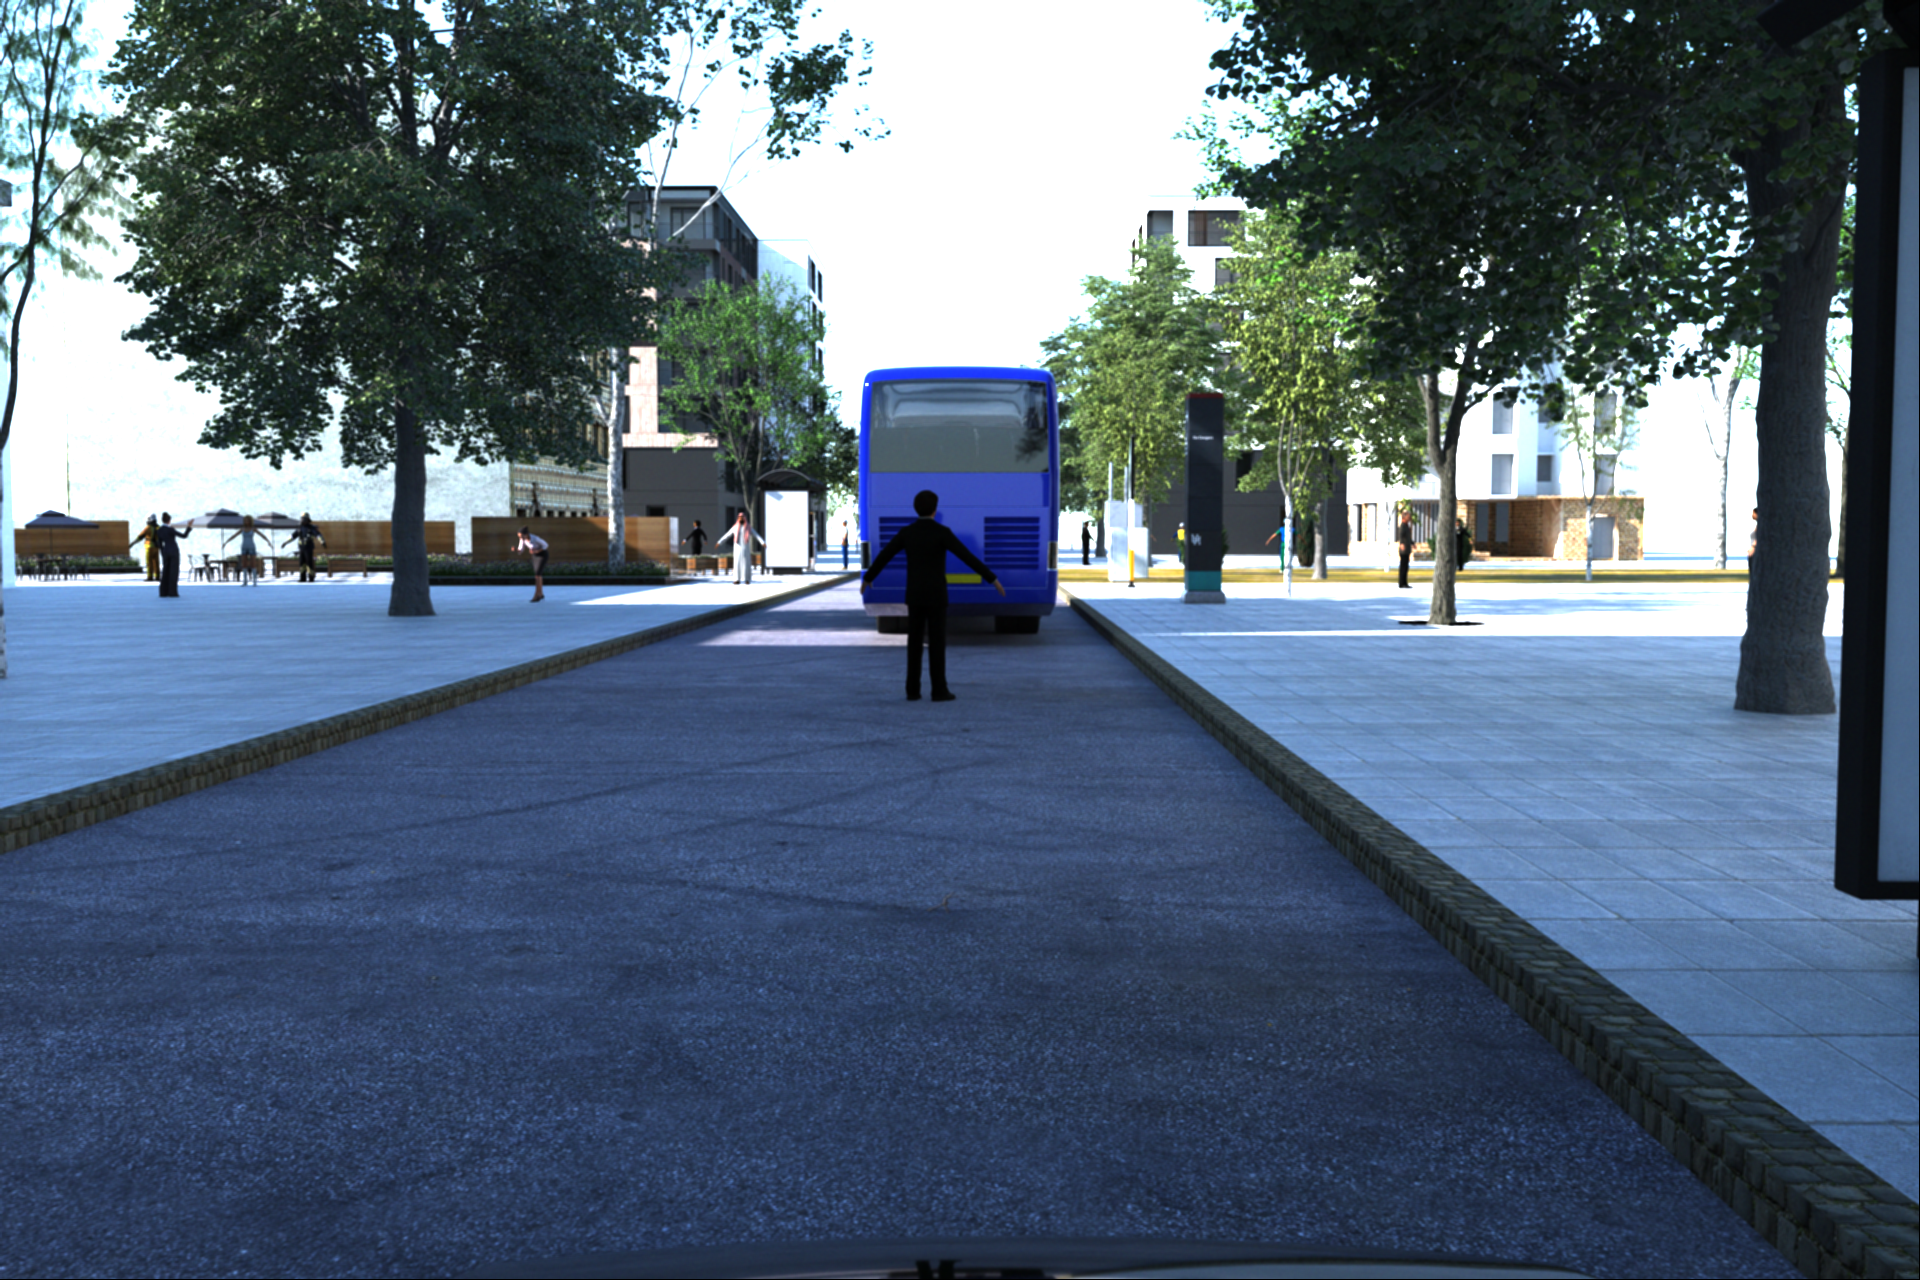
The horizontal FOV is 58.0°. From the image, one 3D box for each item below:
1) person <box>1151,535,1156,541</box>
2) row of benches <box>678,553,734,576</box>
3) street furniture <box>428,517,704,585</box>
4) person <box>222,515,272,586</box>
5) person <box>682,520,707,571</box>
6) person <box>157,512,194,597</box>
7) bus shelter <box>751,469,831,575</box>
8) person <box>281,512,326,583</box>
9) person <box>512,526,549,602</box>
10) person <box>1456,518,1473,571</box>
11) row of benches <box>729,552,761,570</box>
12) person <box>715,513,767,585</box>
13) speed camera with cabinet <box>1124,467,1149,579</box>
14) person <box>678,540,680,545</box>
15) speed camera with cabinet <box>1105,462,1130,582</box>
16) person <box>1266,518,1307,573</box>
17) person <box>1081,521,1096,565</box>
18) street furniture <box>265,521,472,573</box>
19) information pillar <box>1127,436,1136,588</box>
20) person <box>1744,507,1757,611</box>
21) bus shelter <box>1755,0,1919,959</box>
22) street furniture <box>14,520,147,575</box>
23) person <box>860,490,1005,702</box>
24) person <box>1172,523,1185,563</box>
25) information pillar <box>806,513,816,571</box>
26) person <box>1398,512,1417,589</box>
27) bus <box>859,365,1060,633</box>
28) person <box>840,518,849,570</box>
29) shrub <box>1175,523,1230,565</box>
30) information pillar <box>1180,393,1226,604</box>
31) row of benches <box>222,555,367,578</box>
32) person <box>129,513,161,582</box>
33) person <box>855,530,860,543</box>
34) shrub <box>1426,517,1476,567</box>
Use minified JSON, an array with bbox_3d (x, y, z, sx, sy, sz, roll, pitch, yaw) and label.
[{"bbox_3d":[8.988,-4.771,84.815,1.217,1.733,0.721,1,4,11],"label":"person"},{"bbox_3d":[-8.143,-2.341,53.740,1.422,0.672,4.104,2,4,34],"label":"row of benches"},{"bbox_3d":[-11.568,-2.387,45.889,9.812,1.723,11.010,0,4,-3],"label":"street furniture"},{"bbox_3d":[-17.528,-2.202,42.614,1.214,1.753,0.721,0,4,-4],"label":"person"},{"bbox_3d":[-8.783,-3.103,57.461,0.721,1.740,1.216,2,4,32],"label":"person"},{"bbox_3d":[-15.983,-1.742,35.320,0.742,1.727,0.445,-1,4,-16],"label":"person"},{"bbox_3d":[-5.449,-3.832,56.575,2.014,3.302,5.546,0,4,0],"label":"bus shelter"},{"bbox_3d":[-17.295,-2.446,45.768,1.354,1.856,0.705,1,4,16],"label":"person"},{"bbox_3d":[-8.072,-1.430,32.606,0.628,1.438,0.799,-1,4,-8],"label":"person"},{"bbox_3d":[17.149,-3.290,59.727,0.705,1.837,1.347,-3,5,-39],"label":"person"},{"bbox_3d":[-7.193,-2.922,63.238,1.422,0.672,4.104,2,4,30],"label":"row of benches"},{"bbox_3d":[-5.534,-2.312,43.941,1.347,1.811,0.704,0,4,5],"label":"person"},{"bbox_3d":[5.072,-3.413,50.143,0.660,3.252,2.038,0,4,0],"label":"speed camera with cabinet"},{"bbox_3d":[-13.507,-4.398,81.168,0.599,1.433,0.991,3,5,42],"label":"person"},{"bbox_3d":[4.330,-3.224,47.047,0.660,3.252,2.038,0,4,1],"label":"speed camera with cabinet"},{"bbox_3d":[10.903,-3.161,57.815,1.347,1.817,0.704,0,4,5],"label":"person"},{"bbox_3d":[5.200,-3.955,70.882,0.704,1.802,1.346,-1,4,-18],"label":"person"},{"bbox_3d":[-18.985,-3.272,60.359,11.010,1.723,9.812,-1,4,-18],"label":"street furniture"},{"bbox_3d":[4.123,-3.073,41.603,0.183,3.616,0.504,0,4,1],"label":"information pillar"},{"bbox_3d":[13.194,-1.350,28.888,0.721,1.737,1.217,1,4,23],"label":"person"},{"bbox_3d":[3.391,-0.529,2.569,2.014,3.302,5.546,0,4,1],"label":"bus shelter"},{"bbox_3d":[-31.562,-3.011,56.085,9.812,1.723,11.010,-3,5,-40],"label":"street furniture"},{"bbox_3d":[-0.274,-0.385,14.931,1.347,1.806,0.705,1,4,21],"label":"person"},{"bbox_3d":[9.940,-4.319,77.081,1.216,1.772,0.721,3,4,37],"label":"person"},{"bbox_3d":[-5.162,-3.387,59.877,0.304,2.012,0.304,0,4,2],"label":"information pillar"},{"bbox_3d":[10.501,-2.116,40.774,0.705,1.807,1.348,2,4,27],"label":"person"},{"bbox_3d":[-0.048,-2.218,27.816,2.896,3.916,12.251,0,4,0],"label":"bus"},{"bbox_3d":[-4.183,-3.468,62.559,0.705,1.847,1.347,0,4,-4],"label":"person"},{"bbox_3d":[7.855,-3.181,56.047,1.661,2.075,1.752,0,3,0],"label":"shrub"},{"bbox_3d":[4.520,-2.617,32.159,0.750,3.857,0.750,0,4,1],"label":"information pillar"},{"bbox_3d":[-19.591,-2.164,50.841,4.104,0.672,1.422,-1,4,-16],"label":"row of benches"},{"bbox_3d":[-21.814,-2.506,46.742,0.705,1.858,1.354,1,4,21],"label":"person"},{"bbox_3d":[-3.793,-3.871,69.474,0.705,1.806,1.347,3,5,39],"label":"person"},{"bbox_3d":[17.978,-3.633,63.435,1.661,2.075,1.752,0,3,0],"label":"shrub"}]
